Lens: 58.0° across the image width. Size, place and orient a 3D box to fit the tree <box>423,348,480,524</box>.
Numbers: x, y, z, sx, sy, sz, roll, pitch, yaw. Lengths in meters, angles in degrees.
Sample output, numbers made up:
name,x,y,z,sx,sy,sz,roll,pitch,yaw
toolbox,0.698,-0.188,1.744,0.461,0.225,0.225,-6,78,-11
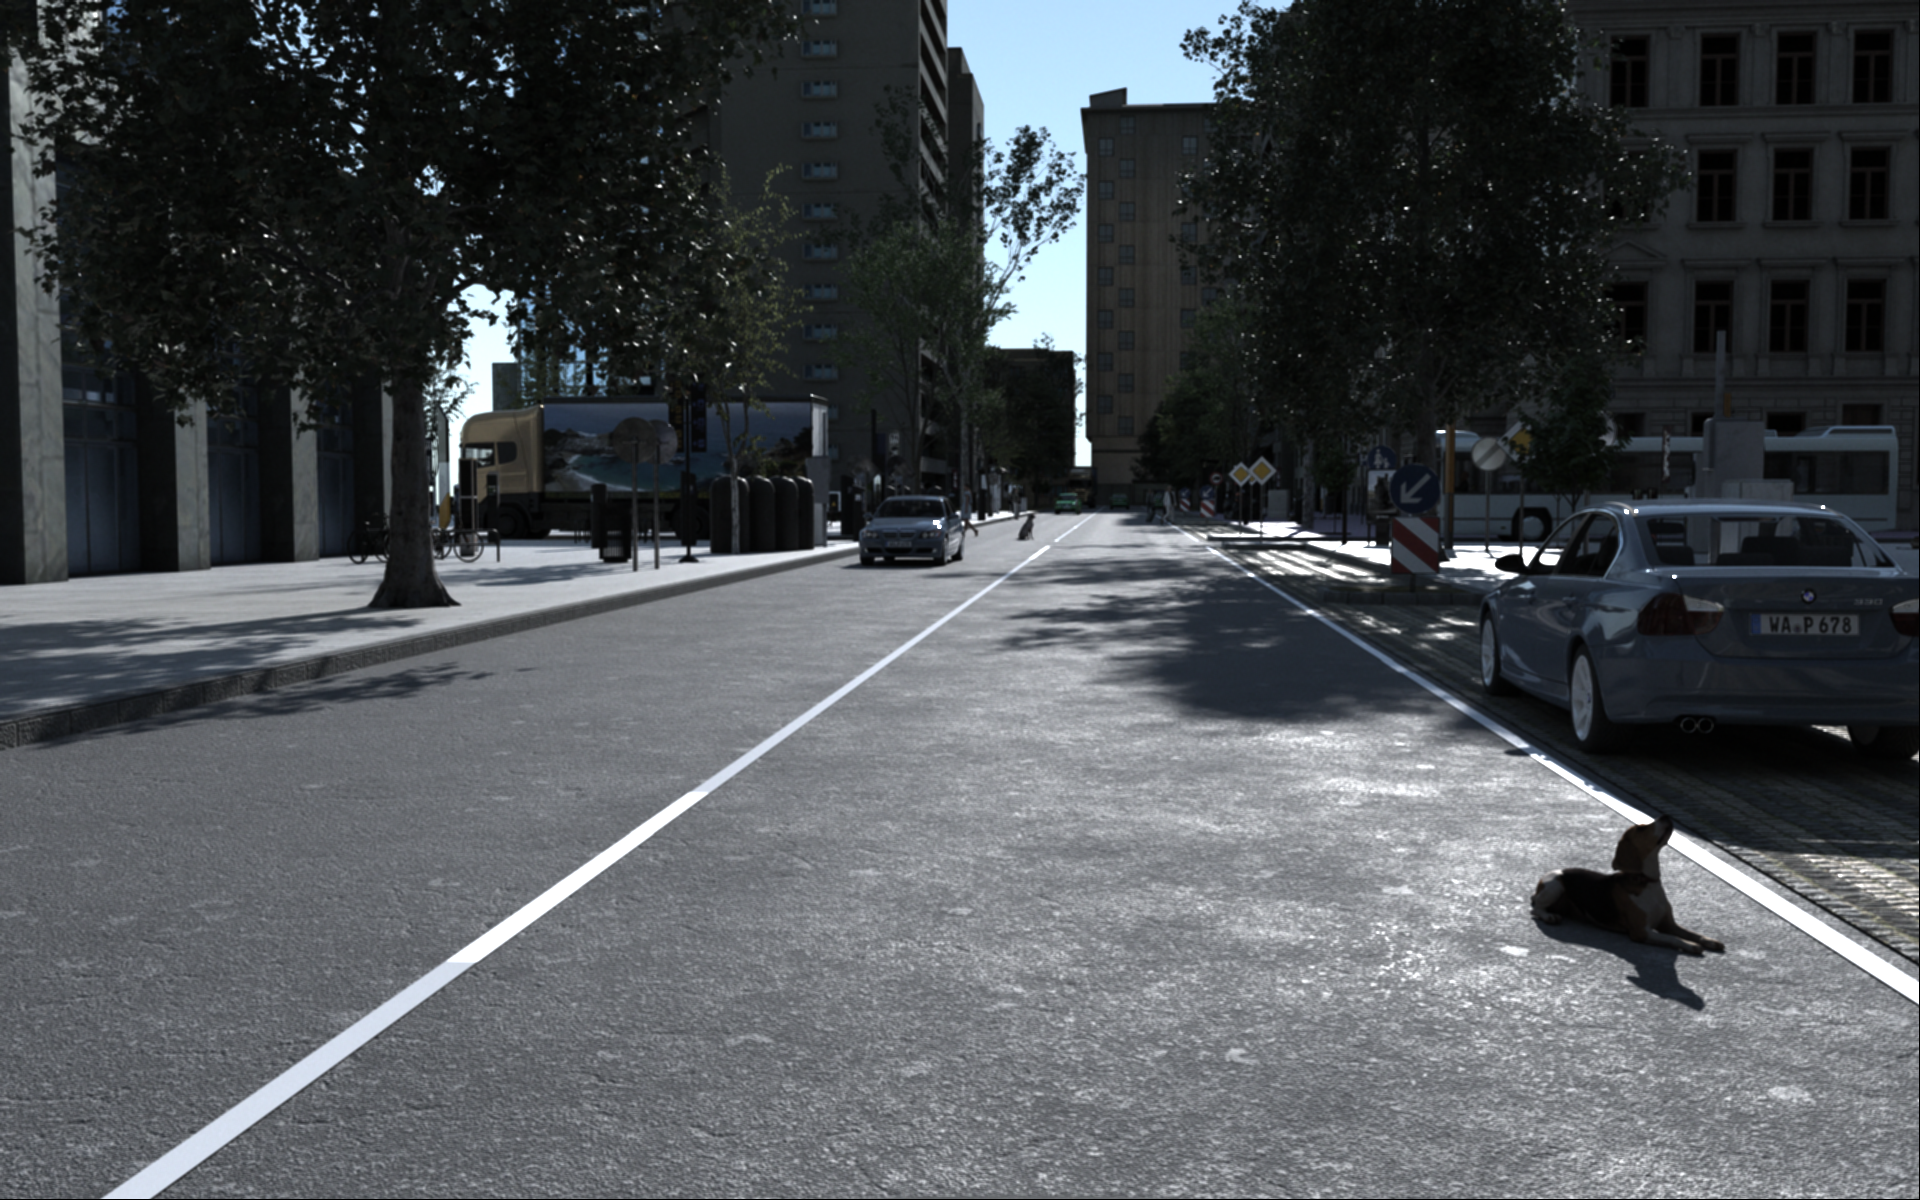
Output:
name,x,y,z,sx,sy,sz,roll,pitch,yaw
tree,-22.724,-7.556,73.904,4.360,8.622,3.978,0,3,0

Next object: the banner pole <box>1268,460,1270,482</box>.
name,x,y,z,sx,sy,sz,roll,pitch,yaw
banner pole,22.511,-8.320,126.050,0.401,3.779,0.863,1,4,15

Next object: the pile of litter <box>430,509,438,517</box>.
name,x,y,z,sx,sy,sz,roll,pitch,yaw
pile of litter,-30.671,-5.204,99.043,1.719,0.858,1.176,0,4,-1

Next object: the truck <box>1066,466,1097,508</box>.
name,x,y,z,sx,sy,sz,roll,pitch,yaw
truck,12.575,-11.529,177.410,2.839,4.237,11.283,0,4,7

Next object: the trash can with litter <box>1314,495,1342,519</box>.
name,x,y,z,sx,sy,sz,roll,pitch,yaw
trash can with litter,18.647,-4.758,88.855,2.233,1.210,1.678,1,4,19

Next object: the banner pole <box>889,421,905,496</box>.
name,x,y,z,sx,sy,sz,roll,pitch,yaw
banner pole,-2.127,-4.249,59.484,0.863,3.779,0.401,-3,5,-40

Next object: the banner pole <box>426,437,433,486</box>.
name,x,y,z,sx,sy,sz,roll,pitch,yaw
banner pole,-20.629,-4.704,66.934,0.401,3.779,0.863,1,4,22

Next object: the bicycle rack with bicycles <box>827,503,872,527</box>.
name,x,y,z,sx,sy,sz,roll,pitch,yaw
bicycle rack with bicycles,-3.827,-3.352,68.193,2.925,0.926,2.852,1,4,19

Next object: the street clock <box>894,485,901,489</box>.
name,x,y,z,sx,sy,sz,roll,pitch,yaw
street clock,-3.683,-5.961,102.032,0.358,2.002,0.471,2,4,32

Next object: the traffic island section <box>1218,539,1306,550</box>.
name,x,y,z,sx,sy,sz,roll,pitch,yaw
traffic island section,7.908,-1.412,45.369,2.009,0.180,2.903,0,4,5

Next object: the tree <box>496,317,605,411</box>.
name,x,y,z,sx,sy,sz,roll,pitch,yaw
tree,-16.249,-7.213,68.293,4.737,8.622,4.395,0,3,0

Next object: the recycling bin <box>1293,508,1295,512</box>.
name,x,y,z,sx,sy,sz,roll,pitch,yaw
recycling bin,24.465,-6.880,125.042,0.722,1.027,0.722,1,4,15

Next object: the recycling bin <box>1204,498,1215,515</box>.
name,x,y,z,sx,sy,sz,roll,pitch,yaw
recycling bin,15.689,-5.874,108.599,0.722,1.027,0.722,0,4,2

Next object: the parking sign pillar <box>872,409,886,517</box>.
name,x,y,z,sx,sy,sz,roll,pitch,yaw
parking sign pillar,-2.615,-4.106,55.600,1.447,3.967,1.447,0,4,-2

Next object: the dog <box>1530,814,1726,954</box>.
name,x,y,z,sx,sy,sz,roll,pitch,yaw
dog,2.195,0.882,5.767,0.550,0.427,0.748,1,4,12

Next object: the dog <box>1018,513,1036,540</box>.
name,x,y,z,sx,sy,sz,roll,pitch,yaw
dog,1.983,-2.320,54.769,0.800,0.831,0.513,0,4,4

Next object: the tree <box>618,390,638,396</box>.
name,x,y,z,sx,sy,sz,roll,pitch,yaw
tree,-22.062,-9.920,112.560,4.737,8.622,4.395,0,3,0

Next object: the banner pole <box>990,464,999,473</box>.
name,x,y,z,sx,sy,sz,roll,pitch,yaw
banner pole,2.612,-8.446,128.114,0.863,3.779,0.401,1,4,21

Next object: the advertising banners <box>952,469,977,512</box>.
name,x,y,z,sx,sy,sz,roll,pitch,yaw
advertising banners,0.301,-7.643,121.148,2.074,3.025,0.090,-2,4,-32

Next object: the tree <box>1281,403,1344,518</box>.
name,x,y,z,sx,sy,sz,roll,pitch,yaw
tree,19.510,-8.768,93.719,4.737,8.622,4.395,0,3,0

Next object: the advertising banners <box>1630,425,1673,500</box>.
name,x,y,z,sx,sy,sz,roll,pitch,yaw
advertising banners,17.378,-2.893,43.482,2.074,3.025,0.090,-3,5,-42

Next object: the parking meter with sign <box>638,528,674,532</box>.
name,x,y,z,sx,sy,sz,roll,pitch,yaw
parking meter with sign,-10.010,-3.786,58.163,1.738,3.016,0.543,-2,4,-26

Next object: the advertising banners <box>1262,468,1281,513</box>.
name,x,y,z,sx,sy,sz,roll,pitch,yaw
advertising banners,20.756,-7.295,115.458,0.090,3.025,2.074,-2,4,-27

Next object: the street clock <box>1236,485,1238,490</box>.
name,x,y,z,sx,sy,sz,roll,pitch,yaw
street clock,16.880,-6.112,104.497,0.358,2.002,0.471,3,4,37

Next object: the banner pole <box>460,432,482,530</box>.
name,x,y,z,sx,sy,sz,roll,pitch,yaw
banner pole,-17.292,-4.366,61.394,0.863,3.779,0.401,-1,4,-12

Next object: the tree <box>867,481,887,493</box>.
name,x,y,z,sx,sy,sz,roll,pitch,yaw
tree,-5.760,-7.523,117.597,1.663,3.219,1.824,0,3,0

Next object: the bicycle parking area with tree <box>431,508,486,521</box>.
name,x,y,z,sx,sy,sz,roll,pitch,yaw
bicycle parking area with tree,-23.261,-6.529,93.747,8.231,4.147,9.016,0,4,-3

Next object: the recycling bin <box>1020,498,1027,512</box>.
name,x,y,z,sx,sy,sz,roll,pitch,yaw
recycling bin,4.232,-6.653,121.337,0.722,1.027,0.722,-1,4,-22

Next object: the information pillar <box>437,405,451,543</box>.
name,x,y,z,sx,sy,sz,roll,pitch,yaw
information pillar,-13.496,-3.298,45.272,0.183,3.616,0.504,-3,5,-43

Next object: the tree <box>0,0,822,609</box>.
name,x,y,z,sx,sy,sz,roll,pitch,yaw
tree,-6.392,-6.277,19.639,9.611,12.733,9.660,0,3,0

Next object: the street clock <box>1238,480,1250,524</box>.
name,x,y,z,sx,sy,sz,roll,pitch,yaw
street clock,12.067,-4.190,73.070,0.358,2.002,0.471,1,4,17

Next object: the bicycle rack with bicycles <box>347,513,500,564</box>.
name,x,y,z,sx,sy,sz,roll,pitch,yaw
bicycle rack with bicycles,-10.178,-1.174,32.583,2.852,0.926,2.925,3,5,39

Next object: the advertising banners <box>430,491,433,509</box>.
name,x,y,z,sx,sy,sz,roll,pitch,yaw
advertising banners,-30.824,-6.392,100.691,2.074,3.025,0.090,-1,4,-17

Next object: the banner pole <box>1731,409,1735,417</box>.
name,x,y,z,sx,sy,sz,roll,pitch,yaw
banner pole,22.537,-3.738,51.133,0.863,3.779,0.401,0,4,1

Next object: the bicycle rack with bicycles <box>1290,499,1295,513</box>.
name,x,y,z,sx,sy,sz,roll,pitch,yaw
bicycle rack with bicycles,22.943,-6.469,119.142,2.925,0.926,2.852,3,5,45

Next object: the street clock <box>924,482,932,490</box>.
name,x,y,z,sx,sy,sz,roll,pitch,yaw
street clock,-1.948,-6.115,104.553,0.471,2.002,0.358,-1,4,-9

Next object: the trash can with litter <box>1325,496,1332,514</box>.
name,x,y,z,sx,sy,sz,roll,pitch,yaw
trash can with litter,23.248,-5.978,109.129,0.624,1.170,1.055,1,4,17

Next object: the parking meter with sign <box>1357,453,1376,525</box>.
name,x,y,z,sx,sy,sz,roll,pitch,yaw
parking meter with sign,17.359,-4.663,72.501,0.543,3.016,1.738,-2,4,-24

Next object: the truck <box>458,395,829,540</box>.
name,x,y,z,sx,sy,sz,roll,pitch,yaw
truck,-9.584,-3.777,50.670,11.283,4.237,2.839,0,4,7

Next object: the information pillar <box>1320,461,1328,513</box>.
name,x,y,z,sx,sy,sz,roll,pitch,yaw
information pillar,24.327,-7.606,115.708,0.504,3.616,0.183,2,4,35

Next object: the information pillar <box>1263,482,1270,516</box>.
name,x,y,z,sx,sy,sz,roll,pitch,yaw
information pillar,18.264,-6.041,103.259,0.304,2.012,0.304,-1,4,-10

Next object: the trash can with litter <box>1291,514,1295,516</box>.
name,x,y,z,sx,sy,sz,roll,pitch,yaw
trash can with litter,19.271,-5.348,98.499,1.678,1.210,2.233,-1,4,-18

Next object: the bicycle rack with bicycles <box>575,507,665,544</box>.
name,x,y,z,sx,sy,sz,roll,pitch,yaw
bicycle rack with bicycles,-9.105,-1.993,45.962,2.852,0.926,2.925,0,4,-8

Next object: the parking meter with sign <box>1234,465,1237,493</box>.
name,x,y,z,sx,sy,sz,roll,pitch,yaw
parking meter with sign,17.559,-6.699,105.789,1.738,3.016,0.543,-2,4,-25

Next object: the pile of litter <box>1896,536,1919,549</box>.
name,x,y,z,sx,sy,sz,roll,pitch,yaw
pile of litter,22.742,-1.615,40.377,1.719,0.858,1.176,1,4,23

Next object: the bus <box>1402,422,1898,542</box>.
name,x,y,z,sx,sy,sz,roll,pitch,yaw
bus,18.487,-3.250,48.001,13.247,3.499,2.948,0,4,6

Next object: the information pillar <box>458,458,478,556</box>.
name,x,y,z,sx,sy,sz,roll,pitch,yaw
information pillar,-10.155,-1.913,35.775,0.304,2.012,0.304,0,4,0

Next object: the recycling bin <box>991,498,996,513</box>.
name,x,y,z,sx,sy,sz,roll,pitch,yaw
recycling bin,1.976,-6.357,116.491,0.722,1.027,0.722,-1,4,-21

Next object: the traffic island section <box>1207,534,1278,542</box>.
name,x,y,z,sx,sy,sz,roll,pitch,yaw
traffic island section,8.654,-1.898,53.319,2.009,0.180,2.903,0,4,5

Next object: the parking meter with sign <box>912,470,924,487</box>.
name,x,y,z,sx,sy,sz,roll,pitch,yaw
parking meter with sign,-2.743,-7.759,123.126,0.543,3.016,1.738,2,4,25

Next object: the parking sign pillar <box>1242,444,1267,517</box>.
name,x,y,z,sx,sy,sz,roll,pitch,yaw
parking sign pillar,16.422,-6.619,96.694,1.447,3.967,1.447,-1,4,-16

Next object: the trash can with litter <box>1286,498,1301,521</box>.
name,x,y,z,sx,sy,sz,roll,pitch,yaw
trash can with litter,16.000,-4.314,81.927,1.055,1.170,0.624,-2,4,-28
